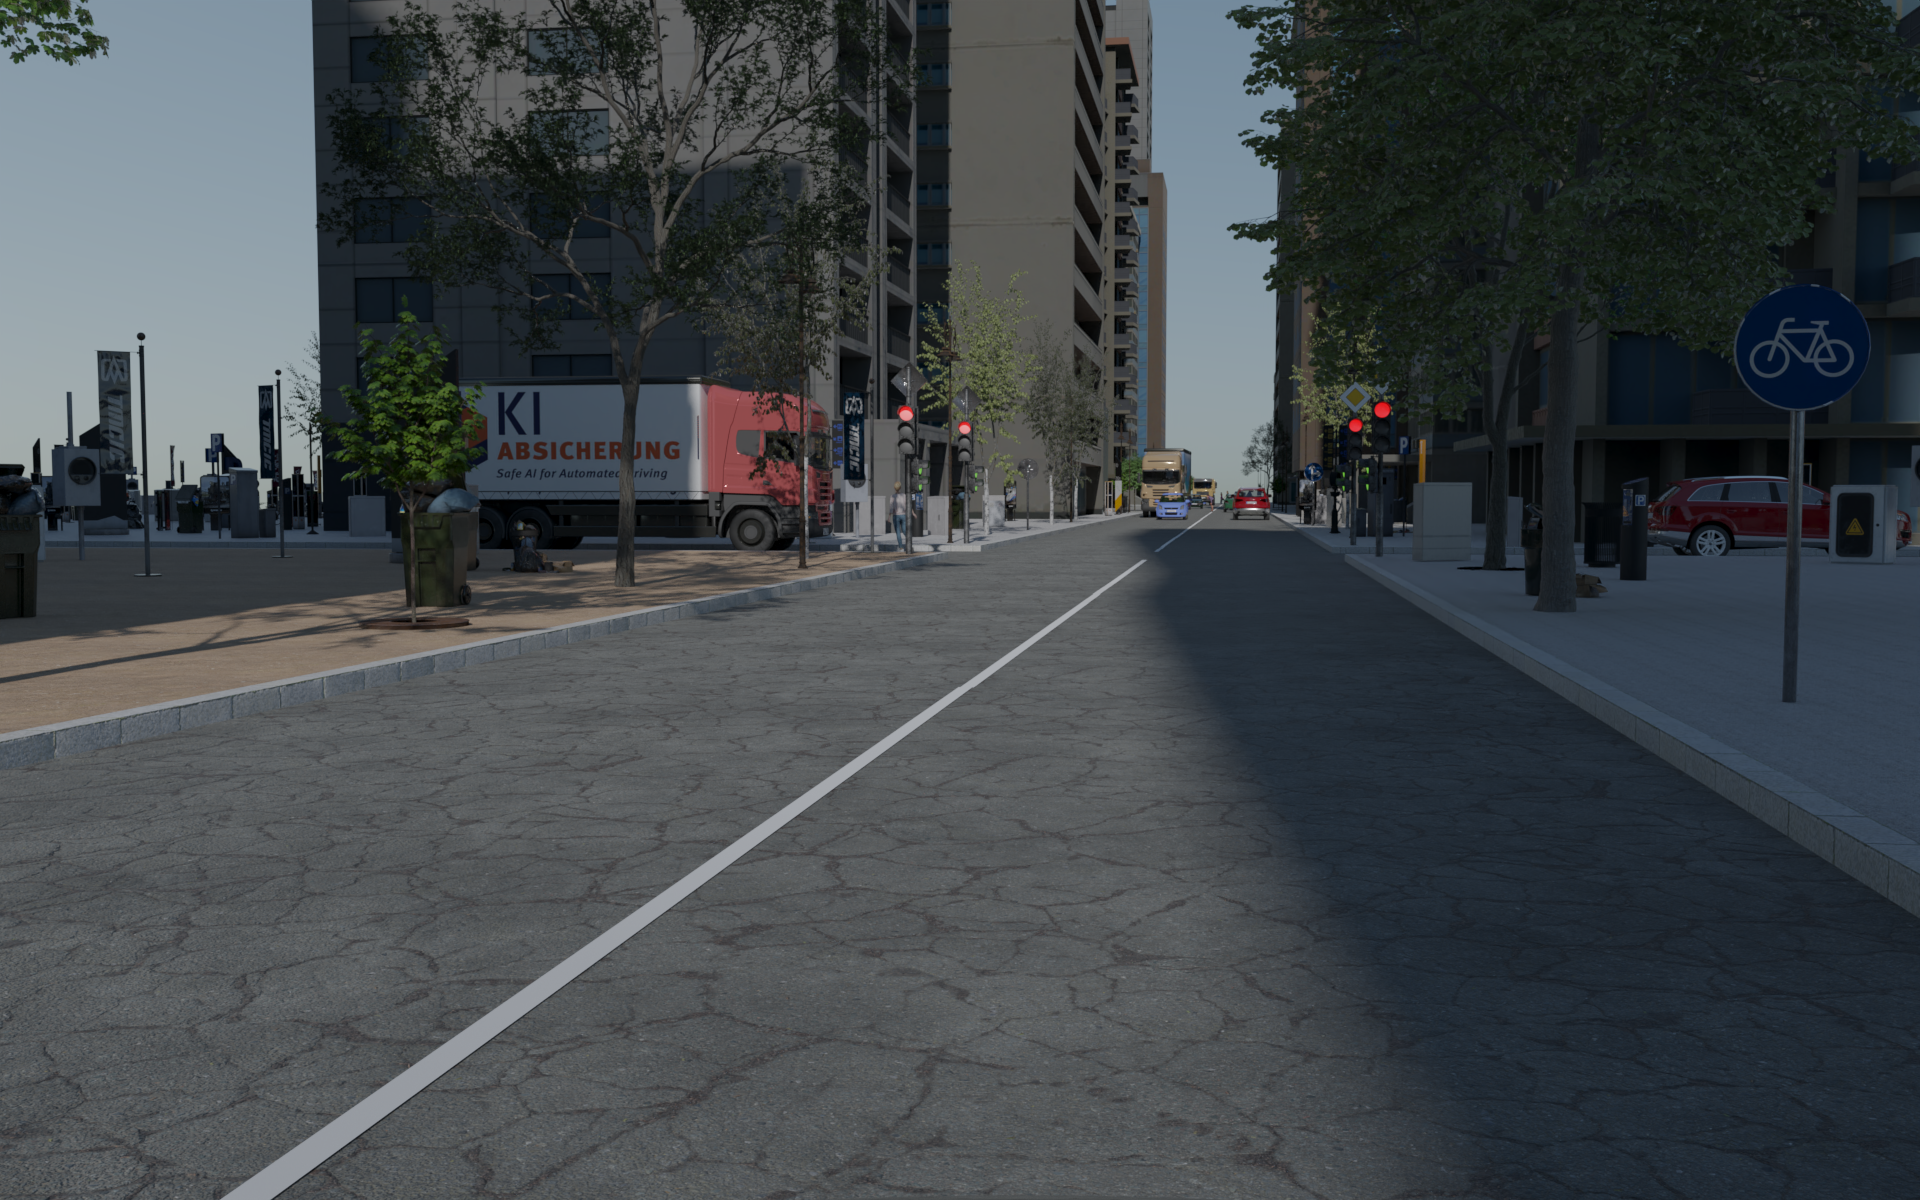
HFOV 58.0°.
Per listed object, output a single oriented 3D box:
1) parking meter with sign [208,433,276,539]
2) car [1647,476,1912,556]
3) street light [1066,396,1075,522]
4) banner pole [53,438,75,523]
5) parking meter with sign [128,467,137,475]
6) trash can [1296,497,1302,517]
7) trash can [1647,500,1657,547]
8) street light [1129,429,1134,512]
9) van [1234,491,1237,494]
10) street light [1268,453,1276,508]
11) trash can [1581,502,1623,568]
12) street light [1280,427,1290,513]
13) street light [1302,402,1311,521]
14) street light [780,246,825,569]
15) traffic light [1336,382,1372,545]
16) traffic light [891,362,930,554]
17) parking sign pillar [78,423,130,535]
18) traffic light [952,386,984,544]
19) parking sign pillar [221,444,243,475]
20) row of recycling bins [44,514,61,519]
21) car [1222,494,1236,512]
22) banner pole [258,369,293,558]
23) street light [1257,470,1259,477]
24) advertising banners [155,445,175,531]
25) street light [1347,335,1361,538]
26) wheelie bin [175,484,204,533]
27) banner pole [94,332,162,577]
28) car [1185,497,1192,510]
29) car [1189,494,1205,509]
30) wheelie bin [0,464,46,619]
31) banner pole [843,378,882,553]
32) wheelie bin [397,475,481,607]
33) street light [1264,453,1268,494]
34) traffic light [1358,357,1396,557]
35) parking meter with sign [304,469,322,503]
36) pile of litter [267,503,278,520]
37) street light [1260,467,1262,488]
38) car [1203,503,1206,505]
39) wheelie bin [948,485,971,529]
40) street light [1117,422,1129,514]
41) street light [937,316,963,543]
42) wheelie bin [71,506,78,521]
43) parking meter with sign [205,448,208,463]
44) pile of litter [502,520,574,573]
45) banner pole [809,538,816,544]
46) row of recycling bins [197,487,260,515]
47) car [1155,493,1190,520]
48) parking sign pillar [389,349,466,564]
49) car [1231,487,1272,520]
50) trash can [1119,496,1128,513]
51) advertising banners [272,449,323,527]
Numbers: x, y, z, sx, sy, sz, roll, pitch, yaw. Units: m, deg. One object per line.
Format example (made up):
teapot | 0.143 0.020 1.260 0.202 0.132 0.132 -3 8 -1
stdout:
parking meter with sign | -20.789 -3.307 50.335 0.543 3.016 1.738 2 4 34
car | 17.481 -1.742 37.156 5.304 1.827 2.281 1 4 11
street light | 5.032 -6.451 78.267 0.468 5.910 1.993 1 4 9
banner pole | -39.854 -5.320 76.991 0.401 3.779 0.863 2 4 30
parking meter with sign | -52.688 -6.968 110.192 0.543 3.016 1.738 -2 4 -29
trash can | 19.275 -5.269 97.803 0.748 1.137 0.748 0 3 0
trash can | 16.596 -1.856 41.997 0.748 1.137 0.748 0 3 0
street light | 11.828 -9.046 120.691 0.468 5.910 1.993 1 4 9
van | 41.414 -15.309 257.314 2.013 2.044 4.112 1 4 9
street light | 28.681 -11.347 158.304 0.468 5.910 1.993 1 4 9
trash can | 11.262 -1.144 30.354 0.748 1.137 0.748 0 3 0
street light | 23.358 -9.327 125.290 0.468 5.910 1.993 1 4 9
street light | 16.643 -6.763 83.365 0.468 5.910 1.993 1 4 9
street light | -2.715 -3.481 29.703 0.468 5.910 1.993 1 4 9
traffic light | 9.828 -3.323 43.252 0.839 4.253 0.868 1 4 9
traffic light | -1.074 -2.934 36.886 0.839 4.253 0.868 1 4 9
parking sign pillar | -26.929 -4.031 54.378 1.447 3.967 1.447 -3 4 -37
traffic light | 0.186 -3.416 44.772 0.839 4.253 0.868 1 4 9
parking sign pillar | -38.436 -6.305 91.564 1.447 3.967 1.447 1 4 13
row of recycling bins | -46.338 -5.051 89.701 1.069 1.692 3.534 3 5 41
car | 21.762 -7.657 136.993 2.131 1.459 4.920 1 4 9
banner pole | -13.867 -2.748 34.950 0.863 3.779 0.401 2 4 31
street light | 41.967 -16.450 241.736 0.468 5.910 1.993 1 4 9
advertising banners | -28.045 -3.976 61.198 0.090 3.025 2.074 0 4 -6
street light | 11.430 -4.743 50.333 0.468 5.910 1.993 1 4 9
wheelie bin | -25.151 -2.975 56.547 0.980 1.594 0.693 1 4 18
banner pole | -12.859 -2.248 26.775 0.863 3.779 0.401 -2 4 -35
car | 20.357 -8.958 159.037 1.945 1.354 3.894 0 4 8
car | 22.957 -9.782 169.720 2.009 1.686 4.222 0 4 7
wheelie bin | -9.939 -0.613 17.933 0.693 1.594 0.980 2 4 27
banner pole | -2.130 -2.905 37.511 0.863 3.779 0.401 1 4 8
wheelie bin | -5.982 -0.728 19.817 0.980 1.594 0.693 0 4 4
street light | 34.036 -13.407 191.991 0.468 5.910 1.993 1 4 9
traffic light | 8.568 -2.841 35.367 0.839 4.253 0.868 1 4 9
parking meter with sign | -46.003 -7.713 122.363 1.738 3.016 0.543 -1 4 -23
pile of litter | -33.863 -4.318 84.572 1.176 0.858 1.719 0 4 -5
street light | 36.649 -14.396 208.155 0.468 5.910 1.993 1 4 9
car | 31.870 -13.478 229.951 1.945 1.707 3.694 0 4 8
wheelie bin | -0.032 -3.400 63.494 0.980 1.594 0.693 2 4 35
street light | 10.357 -8.471 111.281 0.468 5.910 1.993 1 4 9
street light | -0.256 -4.422 45.090 0.468 5.910 1.993 1 4 9
wheelie bin | -42.621 -4.640 83.772 0.693 1.594 0.980 -3 5 -43
parking meter with sign | -27.682 -4.228 65.391 1.738 3.016 0.543 2 4 31
pile of litter | -7.007 -0.907 28.797 1.176 0.858 1.719 -1 4 -16
banner pole | -4.012 -3.376 45.220 0.401 3.779 0.863 -1 4 -15
row of recycling bins | -41.512 -5.569 98.169 3.534 1.692 1.069 -3 5 -42
car | 11.874 -5.335 96.811 1.945 1.707 3.694 1 4 9
parking sign pillar | -9.967 -2.689 32.431 1.447 3.967 1.447 0 4 4
car | 16.236 -5.375 96.554 2.281 1.827 5.304 1 4 9
trash can | 10.993 -6.439 116.930 0.748 1.137 0.748 0 3 0
advertising banners | -25.880 -4.353 67.359 0.090 3.025 2.074 3 5 41
